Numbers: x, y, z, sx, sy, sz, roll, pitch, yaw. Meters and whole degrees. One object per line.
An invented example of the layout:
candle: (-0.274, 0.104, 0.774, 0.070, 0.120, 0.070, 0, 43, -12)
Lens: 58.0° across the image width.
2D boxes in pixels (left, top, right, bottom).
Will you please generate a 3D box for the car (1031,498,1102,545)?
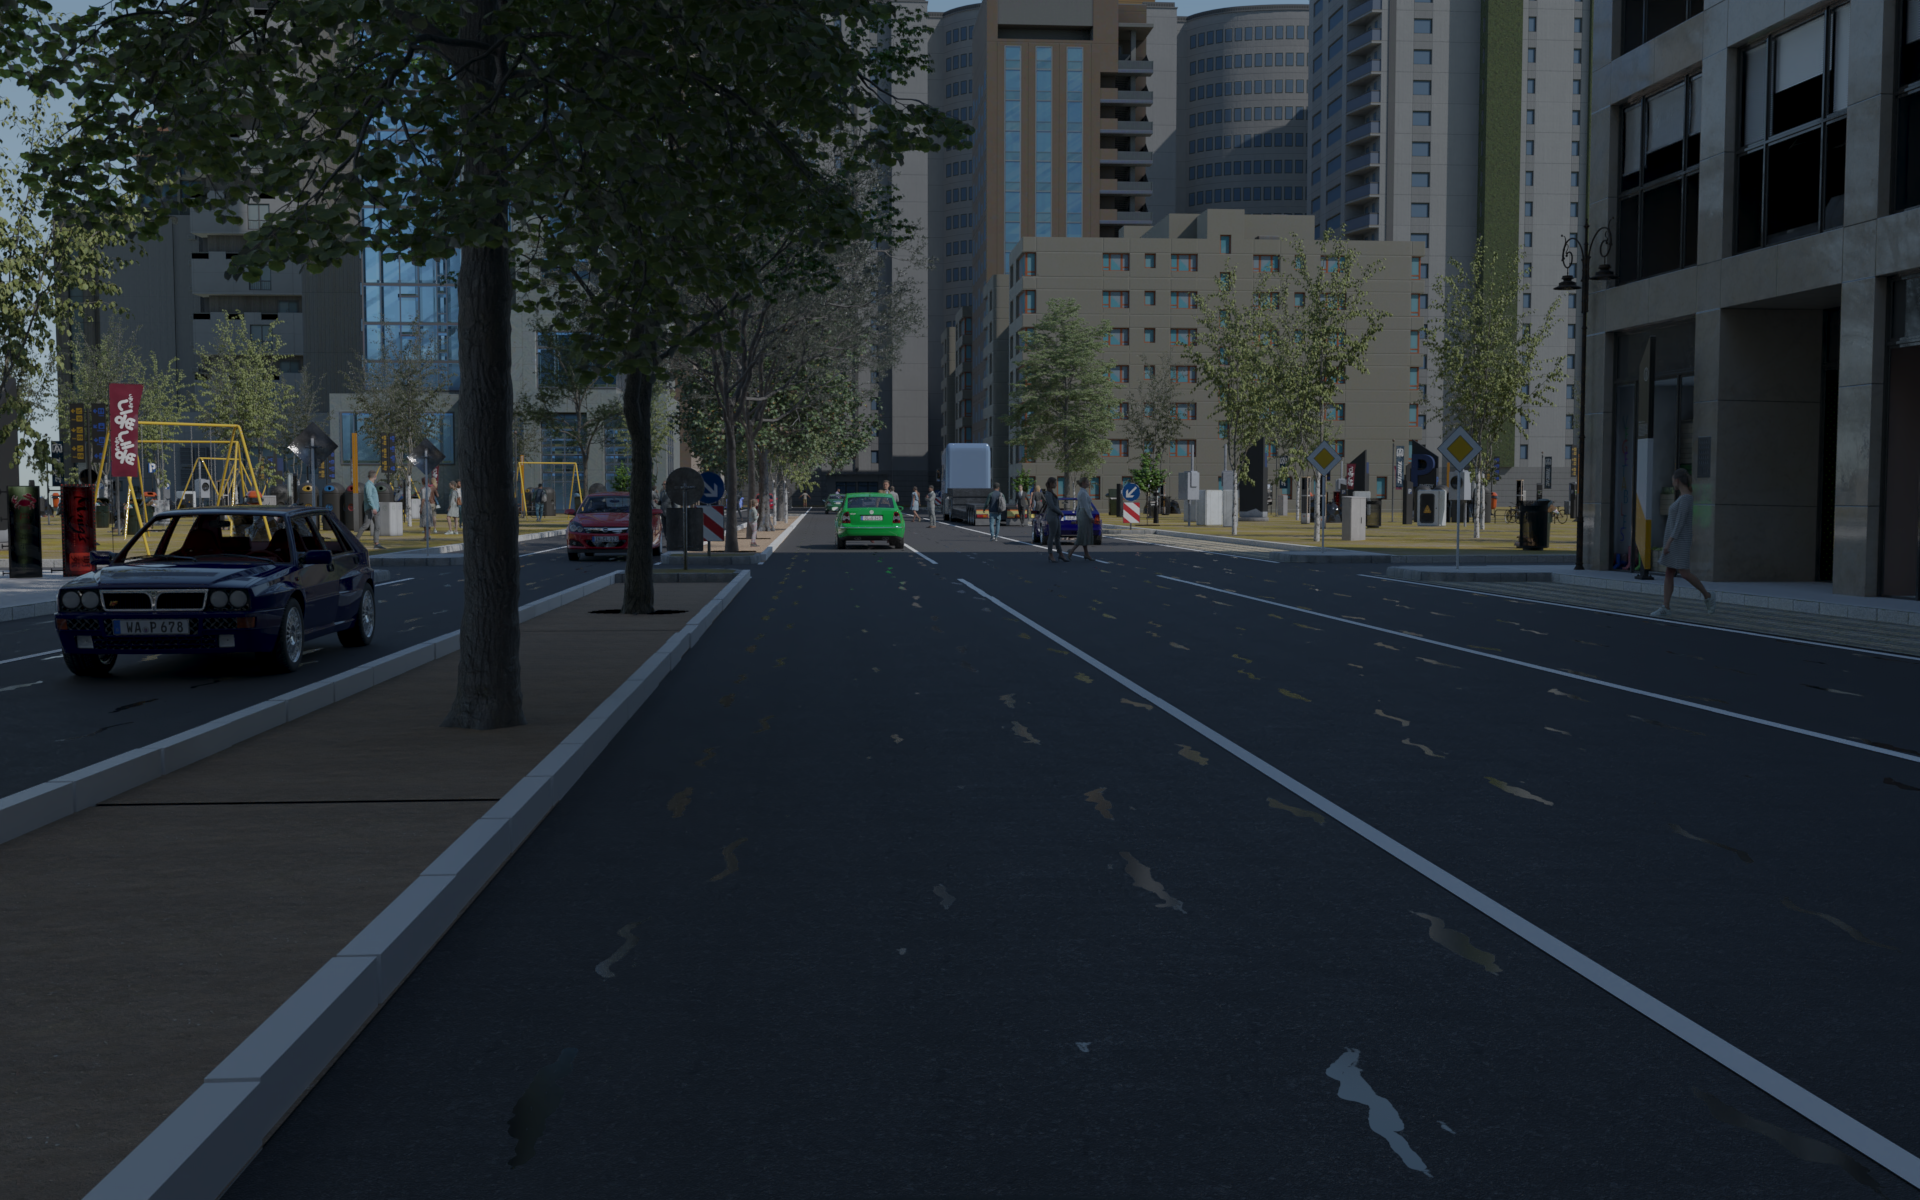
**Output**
car: (3.062, -2.293, 50.070, 1.945, 1.354, 3.894, 0, 4, -3)

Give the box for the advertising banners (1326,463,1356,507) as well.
advertising banners: (21.574, -6.293, 99.073, 2.074, 3.025, 0.090, 1, 4, 10)

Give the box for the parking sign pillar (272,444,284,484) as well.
parking sign pillar: (-37.001, -6.450, 93.936, 1.447, 3.967, 1.447, -2, 4, -25)

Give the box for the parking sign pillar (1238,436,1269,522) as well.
parking sign pillar: (13.782, -5.677, 81.290, 1.447, 3.967, 1.447, 3, 5, 42)

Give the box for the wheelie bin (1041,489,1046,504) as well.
wheelie bin: (4.855, -5.729, 101.571, 0.693, 1.594, 0.980, 2, 4, 35)

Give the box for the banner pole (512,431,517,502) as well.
banner pole: (-17.817, -4.825, 68.898, 0.863, 3.779, 0.401, 2, 4, 34)

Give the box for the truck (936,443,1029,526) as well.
truck: (0.973, -5.889, 86.042, 2.967, 4.110, 18.799, 0, 4, -5)

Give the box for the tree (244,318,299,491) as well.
tree: (-28.110, -7.224, 68.467, 4.737, 8.622, 4.395, 0, 3, 0)

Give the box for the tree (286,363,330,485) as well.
tree: (-37.249, -8.987, 97.296, 4.360, 8.622, 3.978, 0, 3, 0)

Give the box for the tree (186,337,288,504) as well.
tree: (-33.984, -7.997, 81.115, 4.360, 8.622, 3.978, 0, 3, 0)

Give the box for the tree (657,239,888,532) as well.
tree: (-7.516, -8.962, 65.995, 9.611, 12.733, 9.660, 0, 3, 0)

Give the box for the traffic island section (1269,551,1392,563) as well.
traffic island section: (7.892, -0.929, 37.463, 2.009, 0.180, 2.903, 0, 4, -4)

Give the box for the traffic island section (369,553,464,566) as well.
traffic island section: (-11.091, -0.838, 35.977, 2.009, 0.180, 2.903, 0, 4, -4)

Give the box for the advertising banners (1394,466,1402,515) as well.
advertising banners: (27.898, -6.796, 107.294, 2.074, 3.025, 0.090, 0, 4, 2)

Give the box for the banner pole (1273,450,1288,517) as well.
banner pole: (18.226, -6.631, 98.441, 0.863, 3.779, 0.401, 1, 4, 13)

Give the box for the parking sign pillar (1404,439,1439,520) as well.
parking sign pillar: (22.616, -5.865, 84.370, 1.447, 3.967, 1.447, 2, 4, 30)

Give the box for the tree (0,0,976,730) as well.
tree: (-3.042, -5.513, 10.721, 7.486, 12.596, 7.792, 0, 3, 0)

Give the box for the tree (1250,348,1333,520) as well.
tree: (16.506, -8.233, 84.972, 4.360, 8.622, 3.978, 0, 3, 0)

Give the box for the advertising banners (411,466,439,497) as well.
advertising banners: (-32.670, -6.690, 105.568, 2.074, 3.025, 0.090, 1, 4, 11)

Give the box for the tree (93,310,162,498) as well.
tree: (-34.480, -7.308, 69.848, 4.360, 8.622, 3.978, 0, 3, 0)

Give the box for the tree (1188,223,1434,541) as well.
tree: (9.471, -5.901, 46.846, 4.737, 8.622, 4.395, 0, 3, 0)

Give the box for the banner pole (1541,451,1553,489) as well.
banner pole: (34.323, -6.821, 101.547, 0.401, 3.779, 0.863, -3, 5, -39)

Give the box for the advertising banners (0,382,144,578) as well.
advertising banners: (-13.708, -1.874, 26.826, 2.074, 3.025, 0.090, -3, 4, -39)

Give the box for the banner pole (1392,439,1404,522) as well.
banner pole: (19.906, -5.436, 78.895, 0.863, 3.779, 0.401, -2, 4, -26)

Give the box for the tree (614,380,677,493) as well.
tree: (-18.926, -9.498, 105.653, 4.737, 8.622, 4.395, 0, 3, 0)

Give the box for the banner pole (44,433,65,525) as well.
banner pole: (-37.412, -4.984, 71.503, 0.863, 3.779, 0.401, -1, 4, -19)

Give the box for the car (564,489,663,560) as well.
car: (-7.697, -1.818, 38.765, 2.155, 1.783, 4.494, 0, 4, -5)

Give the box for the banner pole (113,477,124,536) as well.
banner pole: (-25.886, -3.863, 53.181, 0.401, 3.779, 0.863, -2, 4, -29)

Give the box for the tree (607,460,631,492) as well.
tree: (-19.030, -6.265, 97.027, 1.663, 3.219, 1.824, 0, 3, 0)

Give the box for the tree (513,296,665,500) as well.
tree: (-16.814, -8.822, 78.655, 8.767, 10.594, 7.601, 2, 4, 29)

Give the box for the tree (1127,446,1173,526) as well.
tree: (7.482, -4.606, 69.903, 1.663, 3.219, 1.824, 0, 3, 0)

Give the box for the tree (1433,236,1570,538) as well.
tree: (15.349, -6.122, 50.449, 4.737, 8.622, 4.395, 0, 3, 0)

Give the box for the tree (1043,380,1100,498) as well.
tree: (7.228, -9.730, 109.453, 4.360, 8.622, 3.978, 0, 3, 0)

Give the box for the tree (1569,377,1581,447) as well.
tree: (31.637, -8.155, 83.698, 4.360, 8.622, 3.978, 0, 3, 0)

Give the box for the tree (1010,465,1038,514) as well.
tree: (4.108, -7.317, 114.238, 1.663, 3.219, 1.824, 0, 3, 0)

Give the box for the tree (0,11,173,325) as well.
tree: (-12.354, -4.379, 21.963, 4.737, 8.622, 4.395, 0, 3, 0)

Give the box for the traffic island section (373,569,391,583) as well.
traffic island section: (-10.463, -0.351, 28.016, 2.009, 0.180, 2.903, 0, 4, -4)

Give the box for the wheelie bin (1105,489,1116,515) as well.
wheelie bin: (9.177, -5.865, 103.806, 0.980, 1.594, 0.693, 0, 4, -2)

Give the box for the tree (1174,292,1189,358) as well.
tree: (8.947, -6.384, 54.743, 4.737, 8.622, 4.395, 0, 3, 0)

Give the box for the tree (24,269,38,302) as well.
tree: (-29.376, -6.286, 53.146, 4.360, 8.622, 3.978, 0, 3, 0)

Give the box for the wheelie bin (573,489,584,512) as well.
wheelie bin: (-21.975, -5.655, 100.362, 0.693, 1.594, 0.980, 1, 4, 17)

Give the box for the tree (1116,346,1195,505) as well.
tree: (9.833, -8.345, 86.811, 4.360, 8.622, 3.978, 0, 3, 0)

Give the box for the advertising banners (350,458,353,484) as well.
advertising banners: (-30.182, -5.430, 84.967, 2.074, 3.025, 0.090, 3, 4, 38)

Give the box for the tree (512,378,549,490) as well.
tree: (-27.735, -9.611, 107.510, 4.360, 8.622, 3.978, 0, 3, 0)

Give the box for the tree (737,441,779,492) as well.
tree: (-8.319, -7.416, 74.063, 4.360, 8.622, 3.978, 0, 3, 0)

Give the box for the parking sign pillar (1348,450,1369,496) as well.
parking sign pillar: (24.290, -7.163, 105.582, 1.447, 3.967, 1.447, -3, 5, -39)

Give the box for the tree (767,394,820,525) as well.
tree: (-8.413, -8.015, 83.860, 4.737, 8.622, 4.395, 0, 3, 0)

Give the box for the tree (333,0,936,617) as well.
tree: (-3.716, -5.627, 20.213, 9.928, 11.665, 9.643, 0, 3, 0)

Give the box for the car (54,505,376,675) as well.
car: (-6.313, -0.149, 15.012, 1.945, 1.354, 3.894, 0, 4, -6)

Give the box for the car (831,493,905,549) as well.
car: (-2.469, -2.314, 46.631, 1.959, 1.807, 4.718, 0, 4, -5)

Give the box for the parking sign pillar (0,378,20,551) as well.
parking sign pillar: (-22.024, -3.131, 39.659, 1.447, 3.967, 1.447, 0, 4, -8)

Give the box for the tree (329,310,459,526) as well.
tree: (-22.107, -7.227, 68.524, 4.360, 8.622, 3.978, 0, 3, 0)

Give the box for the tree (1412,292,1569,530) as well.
tree: (18.675, -6.848, 62.335, 4.360, 8.622, 3.978, 0, 3, 0)

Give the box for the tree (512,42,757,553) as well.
tree: (-5.550, -7.894, 41.888, 12.009, 13.543, 11.850, 0, 3, 0)

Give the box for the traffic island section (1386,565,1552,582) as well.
traffic island section: (8.520, -0.442, 29.503, 2.009, 0.180, 2.903, 0, 4, -4)
